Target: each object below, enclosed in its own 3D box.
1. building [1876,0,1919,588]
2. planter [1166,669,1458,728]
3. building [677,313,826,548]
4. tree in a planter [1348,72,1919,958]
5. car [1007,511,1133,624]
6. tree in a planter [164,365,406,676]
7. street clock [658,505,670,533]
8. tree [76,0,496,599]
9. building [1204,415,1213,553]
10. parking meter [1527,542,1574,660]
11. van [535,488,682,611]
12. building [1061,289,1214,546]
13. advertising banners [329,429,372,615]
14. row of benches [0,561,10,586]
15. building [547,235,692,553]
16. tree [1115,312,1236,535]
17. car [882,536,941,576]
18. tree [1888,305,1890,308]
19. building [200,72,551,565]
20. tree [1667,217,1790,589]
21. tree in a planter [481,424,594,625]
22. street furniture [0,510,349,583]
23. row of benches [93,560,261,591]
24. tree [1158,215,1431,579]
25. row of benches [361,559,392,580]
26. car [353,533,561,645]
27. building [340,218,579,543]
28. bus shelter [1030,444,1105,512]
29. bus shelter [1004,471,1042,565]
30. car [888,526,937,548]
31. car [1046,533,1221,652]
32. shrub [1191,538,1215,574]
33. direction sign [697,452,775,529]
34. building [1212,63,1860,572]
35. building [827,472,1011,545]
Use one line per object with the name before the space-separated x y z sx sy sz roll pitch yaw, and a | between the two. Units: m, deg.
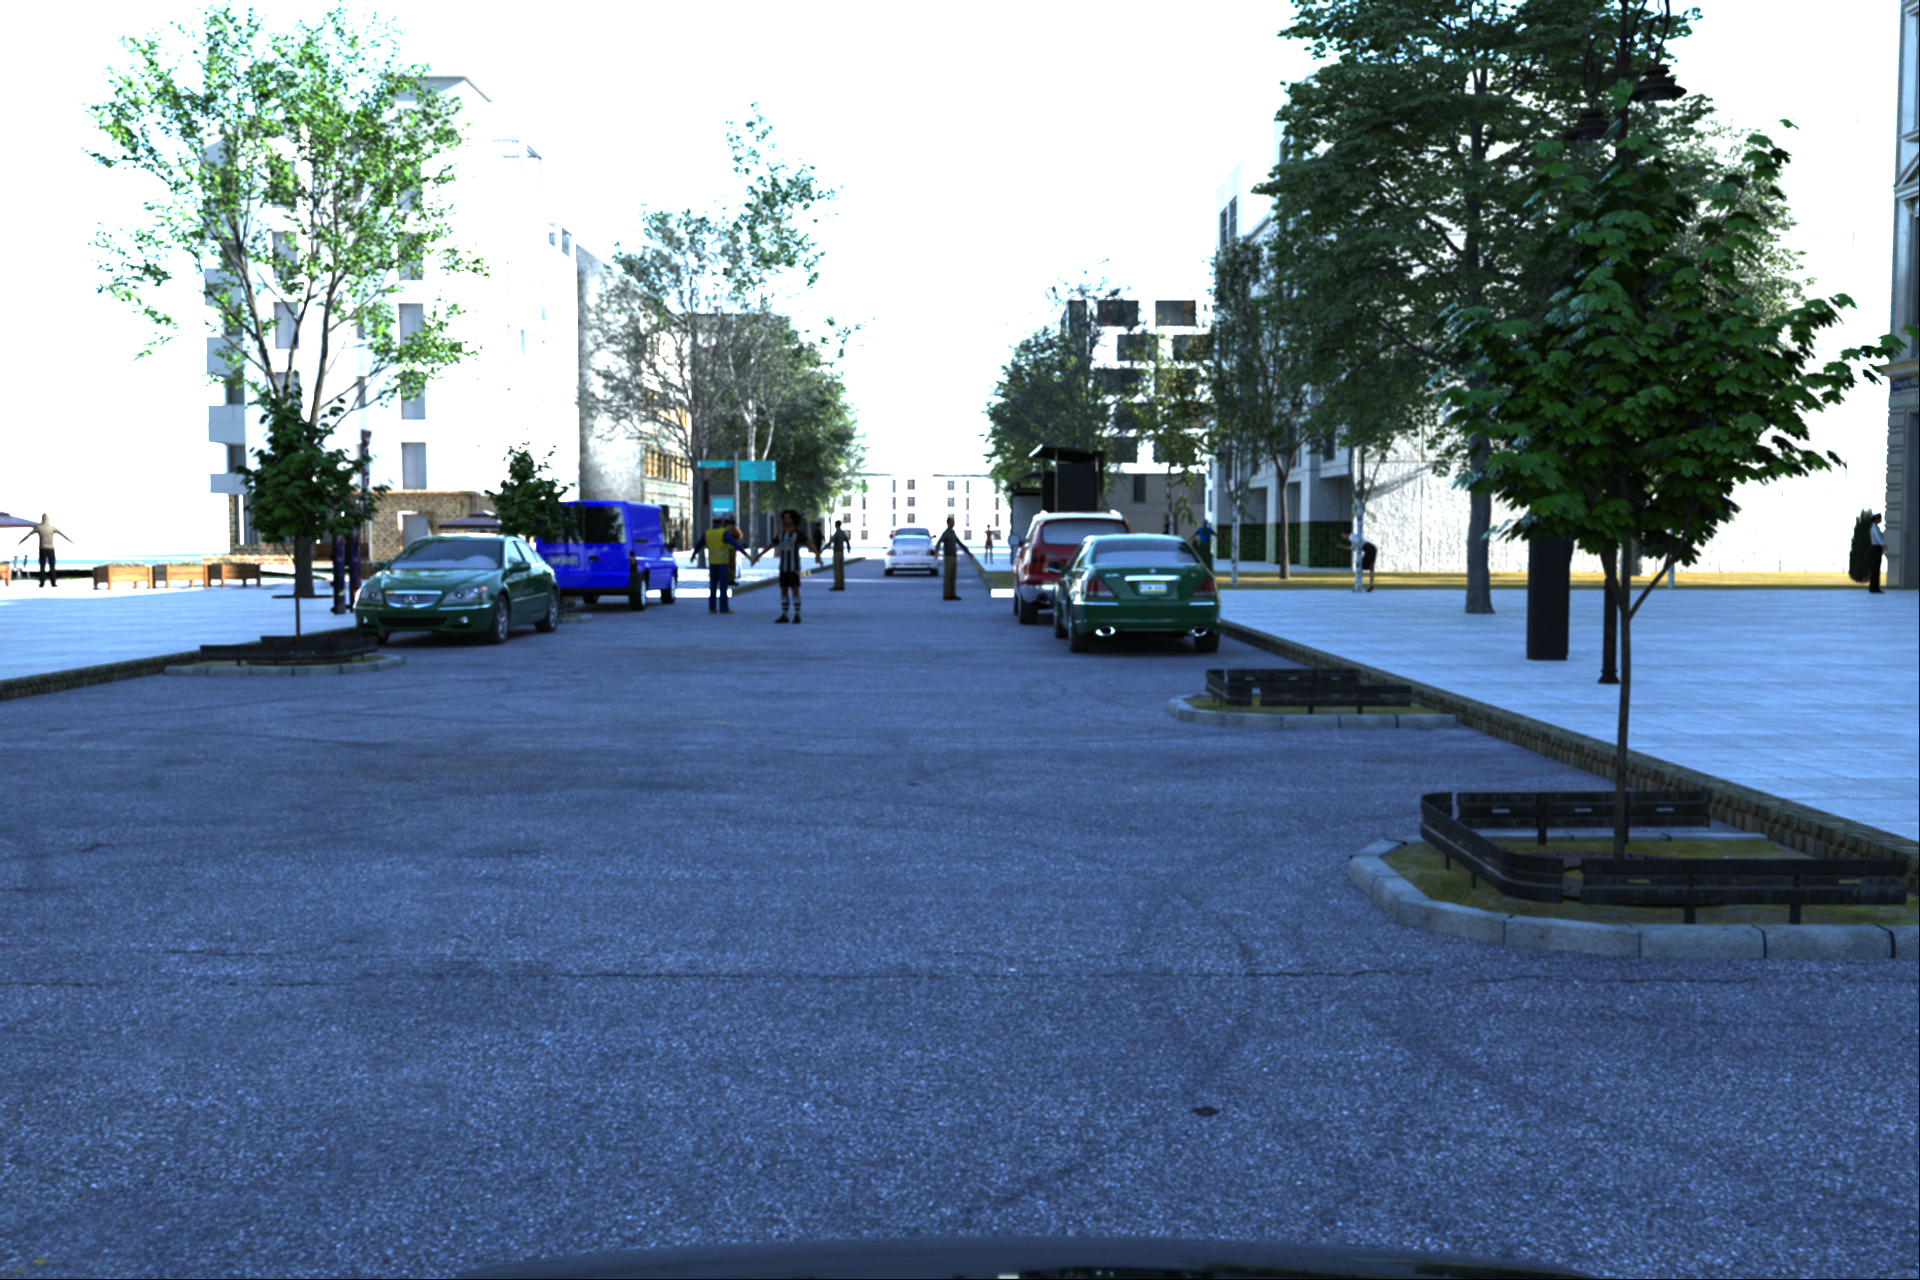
building | 27.372 -11.944 31.441 11.583 22.565 21.152 0 4 0
planter | 2.679 0.450 13.778 1.991 0.319 1.994 0 4 0
building | -28.623 -20.333 176.415 27.936 21.610 32.646 0 4 -1
tree in a planter | 2.610 -0.583 6.749 1.991 3.239 1.994 0 4 1
car | 1.948 -1.252 29.137 2.281 1.827 5.304 0 4 0
tree in a planter | -7.070 -1.295 18.403 1.991 3.239 1.994 0 4 0
street clock | -7.367 -2.353 43.045 0.358 2.002 0.471 0 4 1
tree | -13.210 -6.644 34.389 9.928 11.665 9.643 0 3 0
building | 21.509 -10.096 107.218 9.099 9.664 28.070 0 4 0
parking meter | 6.016 -0.730 17.646 0.399 1.863 0.255 0 4 0
van | -6.817 -1.807 33.921 2.240 2.365 5.245 0 4 0
building | 23.087 -19.388 160.965 27.936 21.610 32.646 0 4 0
advertising banners | -9.952 -1.970 28.404 0.090 3.025 2.074 0 4 -1
row of benches | -25.336 -1.625 42.027 4.104 0.672 1.422 0 4 -3
building | -29.149 -17.556 117.977 19.493 23.208 18.063 0 4 1
tree | 7.368 -6.599 58.264 4.737 8.622 4.395 0 3 0
car | -1.688 -2.934 60.330 2.083 1.381 4.827 0 4 -1
tree | 26.283 -5.797 45.137 4.737 8.622 4.395 0 3 0
building | -25.137 -13.215 72.488 16.016 20.090 11.380 0 4 0
tree | 16.662 -5.523 40.668 4.360 8.622 3.978 0 3 0
tree in a planter | -7.069 -1.894 28.193 1.991 3.239 1.994 0 4 1
street furniture | -30.862 -2.814 51.039 27.439 1.986 14.083 0 4 -8
row of benches | -18.493 -1.554 40.866 1.422 0.672 4.104 2 4 32
tree | 9.441 -7.033 49.405 8.767 10.594 7.601 2 4 27
row of benches | -13.220 -1.701 43.269 1.422 0.672 4.104 3 4 36
car | -6.844 -0.744 23.970 2.131 1.459 4.920 0 4 0
building | -28.599 -14.541 94.170 16.016 20.090 11.380 0 4 0
bus shelter | 2.966 -3.496 48.444 1.731 3.624 6.357 0 4 -1
bus shelter | 2.584 -3.942 58.375 2.014 3.302 5.546 0 4 0
car | -2.215 -4.463 81.643 2.281 1.827 5.304 0 4 -1
car | 2.221 -0.651 22.445 2.131 1.459 4.920 0 4 -1
shrub | 5.972 -1.998 43.781 1.383 1.207 1.383 0 3 0
direction sign | -7.238 -4.156 56.719 2.525 3.948 1.411 0 4 0
building | 21.603 -12.691 73.955 16.747 18.905 31.486 0 4 0
building | -3.935 -17.794 235.529 28.070 9.664 9.099 0 4 -2
